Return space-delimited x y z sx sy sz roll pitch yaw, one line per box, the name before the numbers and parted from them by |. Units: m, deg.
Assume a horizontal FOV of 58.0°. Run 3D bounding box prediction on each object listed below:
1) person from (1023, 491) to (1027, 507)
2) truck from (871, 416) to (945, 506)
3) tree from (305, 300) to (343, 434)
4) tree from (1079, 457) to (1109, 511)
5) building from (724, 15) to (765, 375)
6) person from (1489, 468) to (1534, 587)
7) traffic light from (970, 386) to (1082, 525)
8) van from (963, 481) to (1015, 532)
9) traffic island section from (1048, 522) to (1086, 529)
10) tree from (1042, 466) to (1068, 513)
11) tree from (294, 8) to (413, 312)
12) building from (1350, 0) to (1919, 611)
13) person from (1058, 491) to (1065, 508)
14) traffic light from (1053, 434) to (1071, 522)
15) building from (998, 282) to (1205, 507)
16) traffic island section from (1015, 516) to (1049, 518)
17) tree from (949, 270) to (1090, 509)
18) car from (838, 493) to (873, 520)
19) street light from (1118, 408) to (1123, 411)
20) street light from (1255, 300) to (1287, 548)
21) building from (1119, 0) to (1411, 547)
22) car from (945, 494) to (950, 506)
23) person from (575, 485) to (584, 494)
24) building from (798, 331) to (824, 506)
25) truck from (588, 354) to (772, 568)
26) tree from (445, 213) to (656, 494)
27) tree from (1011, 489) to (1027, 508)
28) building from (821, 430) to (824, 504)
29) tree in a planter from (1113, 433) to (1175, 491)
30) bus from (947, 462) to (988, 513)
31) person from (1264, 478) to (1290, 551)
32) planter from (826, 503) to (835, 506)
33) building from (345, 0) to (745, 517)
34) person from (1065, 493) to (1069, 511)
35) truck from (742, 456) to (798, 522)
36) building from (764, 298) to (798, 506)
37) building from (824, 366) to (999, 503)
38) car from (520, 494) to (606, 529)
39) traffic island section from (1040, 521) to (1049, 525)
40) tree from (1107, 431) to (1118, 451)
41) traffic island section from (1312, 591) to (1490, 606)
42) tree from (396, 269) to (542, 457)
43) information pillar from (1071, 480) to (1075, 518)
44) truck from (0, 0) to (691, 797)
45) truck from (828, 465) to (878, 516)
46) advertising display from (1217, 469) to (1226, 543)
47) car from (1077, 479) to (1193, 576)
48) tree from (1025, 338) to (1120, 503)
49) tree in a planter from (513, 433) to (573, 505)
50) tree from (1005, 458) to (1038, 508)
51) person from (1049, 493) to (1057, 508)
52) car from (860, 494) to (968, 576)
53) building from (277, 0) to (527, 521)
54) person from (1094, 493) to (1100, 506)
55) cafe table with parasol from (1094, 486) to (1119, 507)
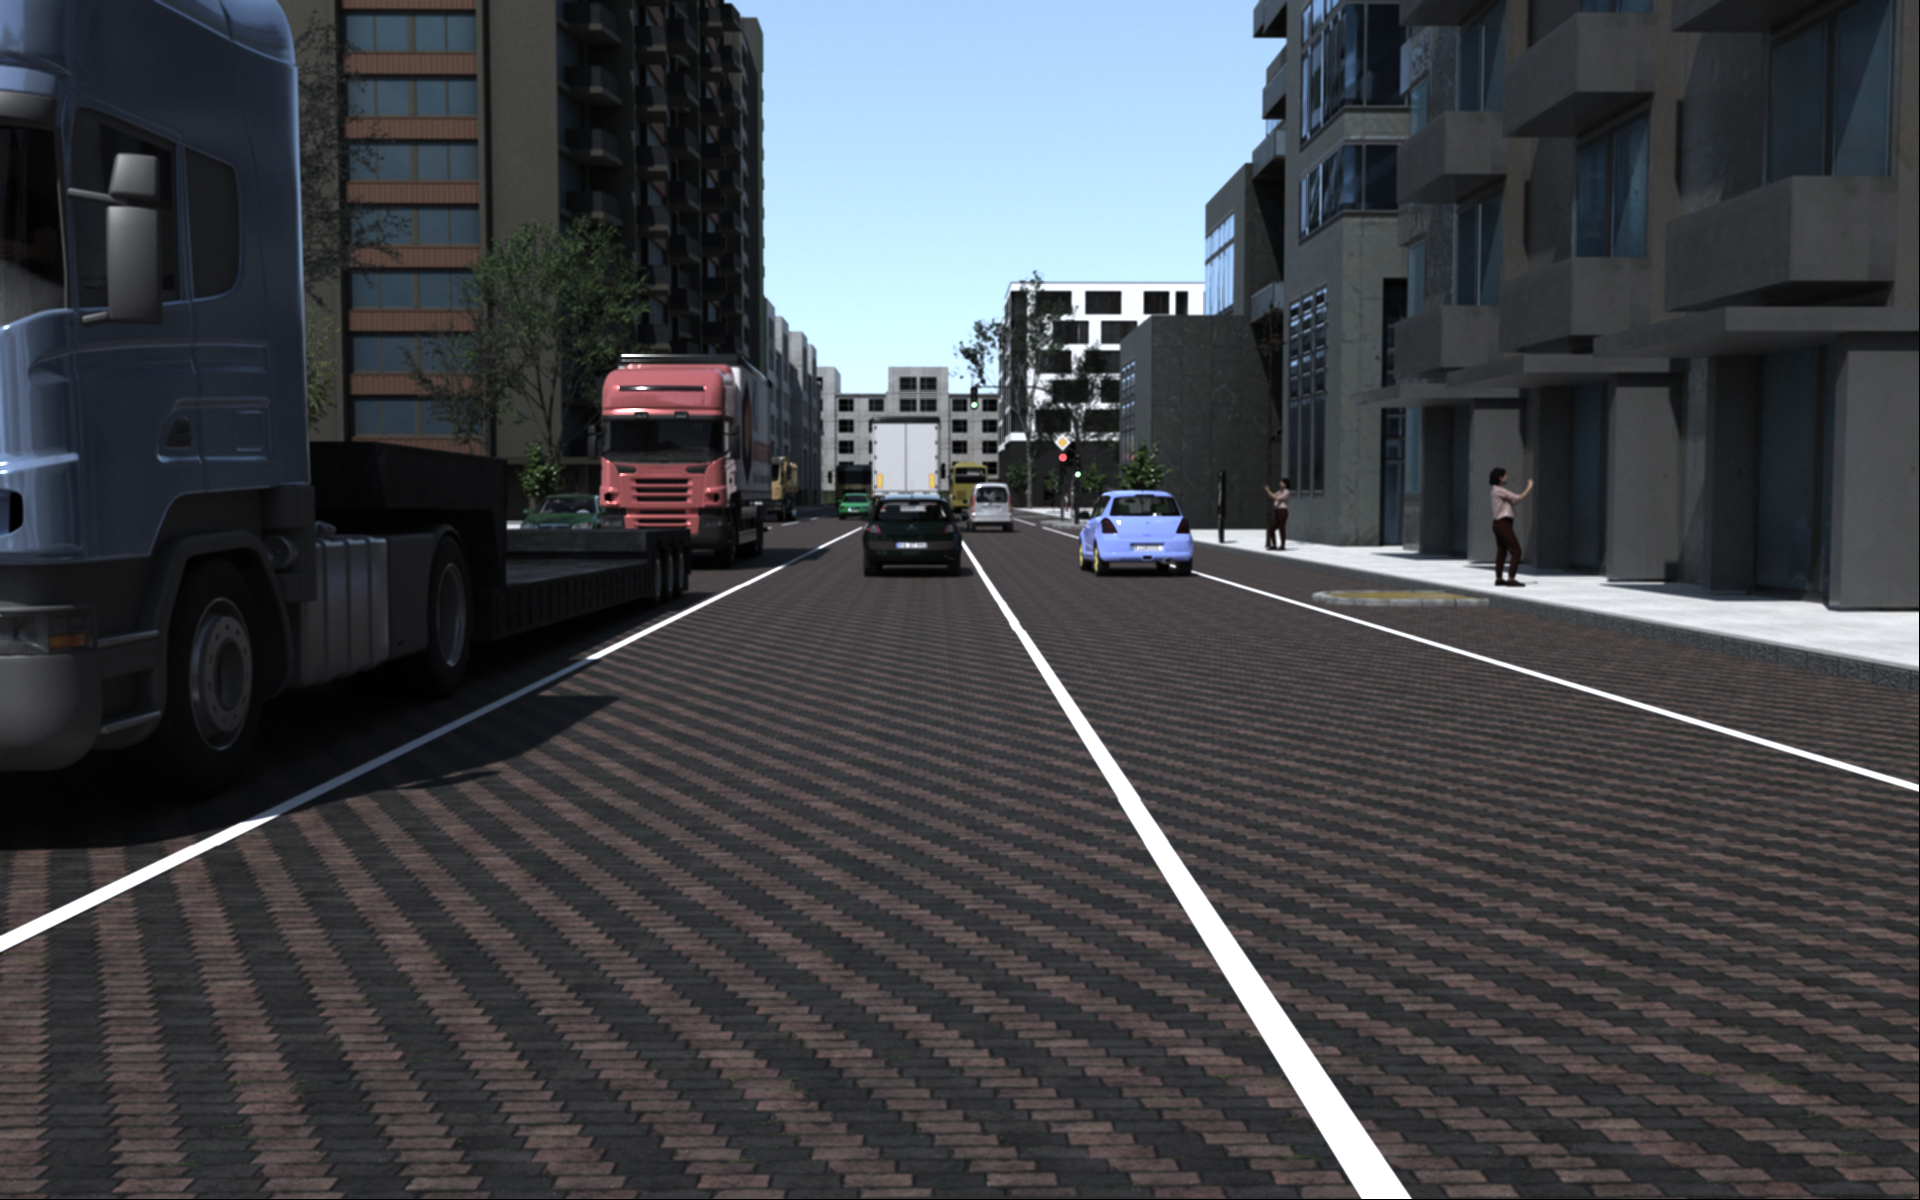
person | 6.251 -9.728 165.901 0.742 1.727 0.445 1 4 21
truck | -1.997 -4.845 68.132 2.839 4.237 11.283 0 4 0
tree | -24.818 -6.978 64.453 4.737 8.622 4.395 0 3 0
tree | 6.956 -5.805 89.505 1.663 3.219 1.824 0 3 0
building | -23.944 -28.172 144.205 14.154 41.232 14.086 0 4 -1
person | 7.683 -1.018 24.147 0.566 1.644 0.517 3 5 44
traffic light | 2.807 -5.997 72.721 4.771 5.953 1.251 0 4 -1
van | 1.130 -3.626 66.294 2.013 2.044 4.112 0 4 -2
traffic island section | 4.938 -3.103 73.012 2.009 0.180 2.903 0 4 -1
tree | 6.354 -7.602 118.890 1.663 3.219 1.824 0 3 0
tree | -15.342 -7.479 32.649 12.009 13.543 11.850 0 3 0
building | 19.925 -24.838 25.717 23.786 49.044 30.456 0 4 -1
person | 9.235 -9.285 158.295 0.568 1.767 0.683 3 4 36
traffic light | 4.763 -5.624 80.881 0.839 4.253 0.868 0 4 -1
building | 18.540 -20.757 183.354 27.936 21.610 32.646 0 4 -1
traffic island section | 4.388 -5.064 105.657 1.991 0.108 1.994 0 4 -1
tree | 5.366 -17.937 149.154 12.611 20.169 13.585 0 3 0
car | -5.917 -5.485 98.469 1.959 1.807 4.718 0 3 0
street light | 6.913 -6.103 72.567 0.468 5.910 1.993 0 4 -1
street light | 7.413 -4.199 41.434 0.468 5.910 1.993 0 4 -1
building | 18.133 -45.416 55.218 22.319 86.520 31.000 0 4 -1
car | -0.474 -9.721 170.734 2.131 1.459 4.920 0 4 -2
person | -15.794 -3.934 71.830 0.415 1.643 0.593 0 4 -2
building | -25.741 -20.622 203.629 16.747 18.905 31.486 0 4 -1
truck | -5.674 -2.939 36.960 2.839 4.237 11.283 0 4 -2
tree | -15.191 -8.500 64.728 9.928 11.665 9.643 0 3 0
tree | 5.649 -10.346 163.757 1.663 3.219 1.824 0 3 0
building | -32.102 -17.411 226.816 28.070 9.664 9.099 0 4 -1
tree in a planter | 5.315 -3.255 50.433 1.991 3.239 1.994 0 4 -1
bus | 0.578 -8.595 132.067 2.896 3.916 12.252 0 4 -2
person | 7.196 -1.946 39.327 0.566 1.644 0.517 2 4 26
planter | -15.183 -11.569 210.292 1.991 0.319 1.994 0 4 -1
building | -27.196 -28.623 122.603 22.147 44.769 28.867 0 4 -1
person | 8.022 -7.319 129.624 0.340 1.345 0.435 1 4 10
truck | -10.279 -5.843 91.452 3.469 3.379 9.791 0 3 0
building | -26.003 -18.675 171.787 16.747 18.905 31.486 0 4 -1
building | -10.121 -23.346 248.169 31.486 18.905 16.747 0 4 -1
car | -9.672 -1.918 43.154 2.131 1.459 4.920 0 4 -2
traffic island section | 4.803 -3.591 80.996 2.009 0.180 2.903 0 4 -1
tree | 12.019 -10.178 116.778 4.737 8.622 4.395 0 3 0
traffic island section | 5.768 -0.016 23.123 1.991 0.108 1.994 0 4 -1
tree | -15.720 -6.475 56.224 4.360 8.622 3.978 0 3 0
information pillar | 6.105 -5.382 92.486 0.304 2.012 0.304 -1 4 -11
truck | -4.831 -1.551 15.125 2.967 4.110 18.799 0 4 -1
truck | -6.867 -7.370 116.421 3.469 3.379 9.791 0 4 0
advertising display | 6.871 -2.464 45.502 0.123 1.923 0.974 0 4 3
car | 3.139 -1.337 31.447 1.945 1.707 3.694 0 4 -2
tree | 7.314 -10.348 103.607 7.601 10.594 8.767 1 4 21
tree in a planter | -12.486 -3.305 51.267 1.991 3.239 1.994 0 4 -1
tree | 5.747 -10.777 159.922 4.285 4.588 4.351 0 3 0
person | 8.840 -9.675 165.054 0.721 1.723 1.217 3 5 44
car | -0.844 -1.331 31.542 2.009 1.686 4.222 0 4 0
building | -26.076 -26.829 93.283 22.147 44.769 28.867 0 4 -1
person | 8.944 -6.380 112.568 0.471 1.553 0.569 0 4 -5
cafe table with parasol | 11.355 -8.032 136.196 2.610 1.966 2.610 0 4 3
